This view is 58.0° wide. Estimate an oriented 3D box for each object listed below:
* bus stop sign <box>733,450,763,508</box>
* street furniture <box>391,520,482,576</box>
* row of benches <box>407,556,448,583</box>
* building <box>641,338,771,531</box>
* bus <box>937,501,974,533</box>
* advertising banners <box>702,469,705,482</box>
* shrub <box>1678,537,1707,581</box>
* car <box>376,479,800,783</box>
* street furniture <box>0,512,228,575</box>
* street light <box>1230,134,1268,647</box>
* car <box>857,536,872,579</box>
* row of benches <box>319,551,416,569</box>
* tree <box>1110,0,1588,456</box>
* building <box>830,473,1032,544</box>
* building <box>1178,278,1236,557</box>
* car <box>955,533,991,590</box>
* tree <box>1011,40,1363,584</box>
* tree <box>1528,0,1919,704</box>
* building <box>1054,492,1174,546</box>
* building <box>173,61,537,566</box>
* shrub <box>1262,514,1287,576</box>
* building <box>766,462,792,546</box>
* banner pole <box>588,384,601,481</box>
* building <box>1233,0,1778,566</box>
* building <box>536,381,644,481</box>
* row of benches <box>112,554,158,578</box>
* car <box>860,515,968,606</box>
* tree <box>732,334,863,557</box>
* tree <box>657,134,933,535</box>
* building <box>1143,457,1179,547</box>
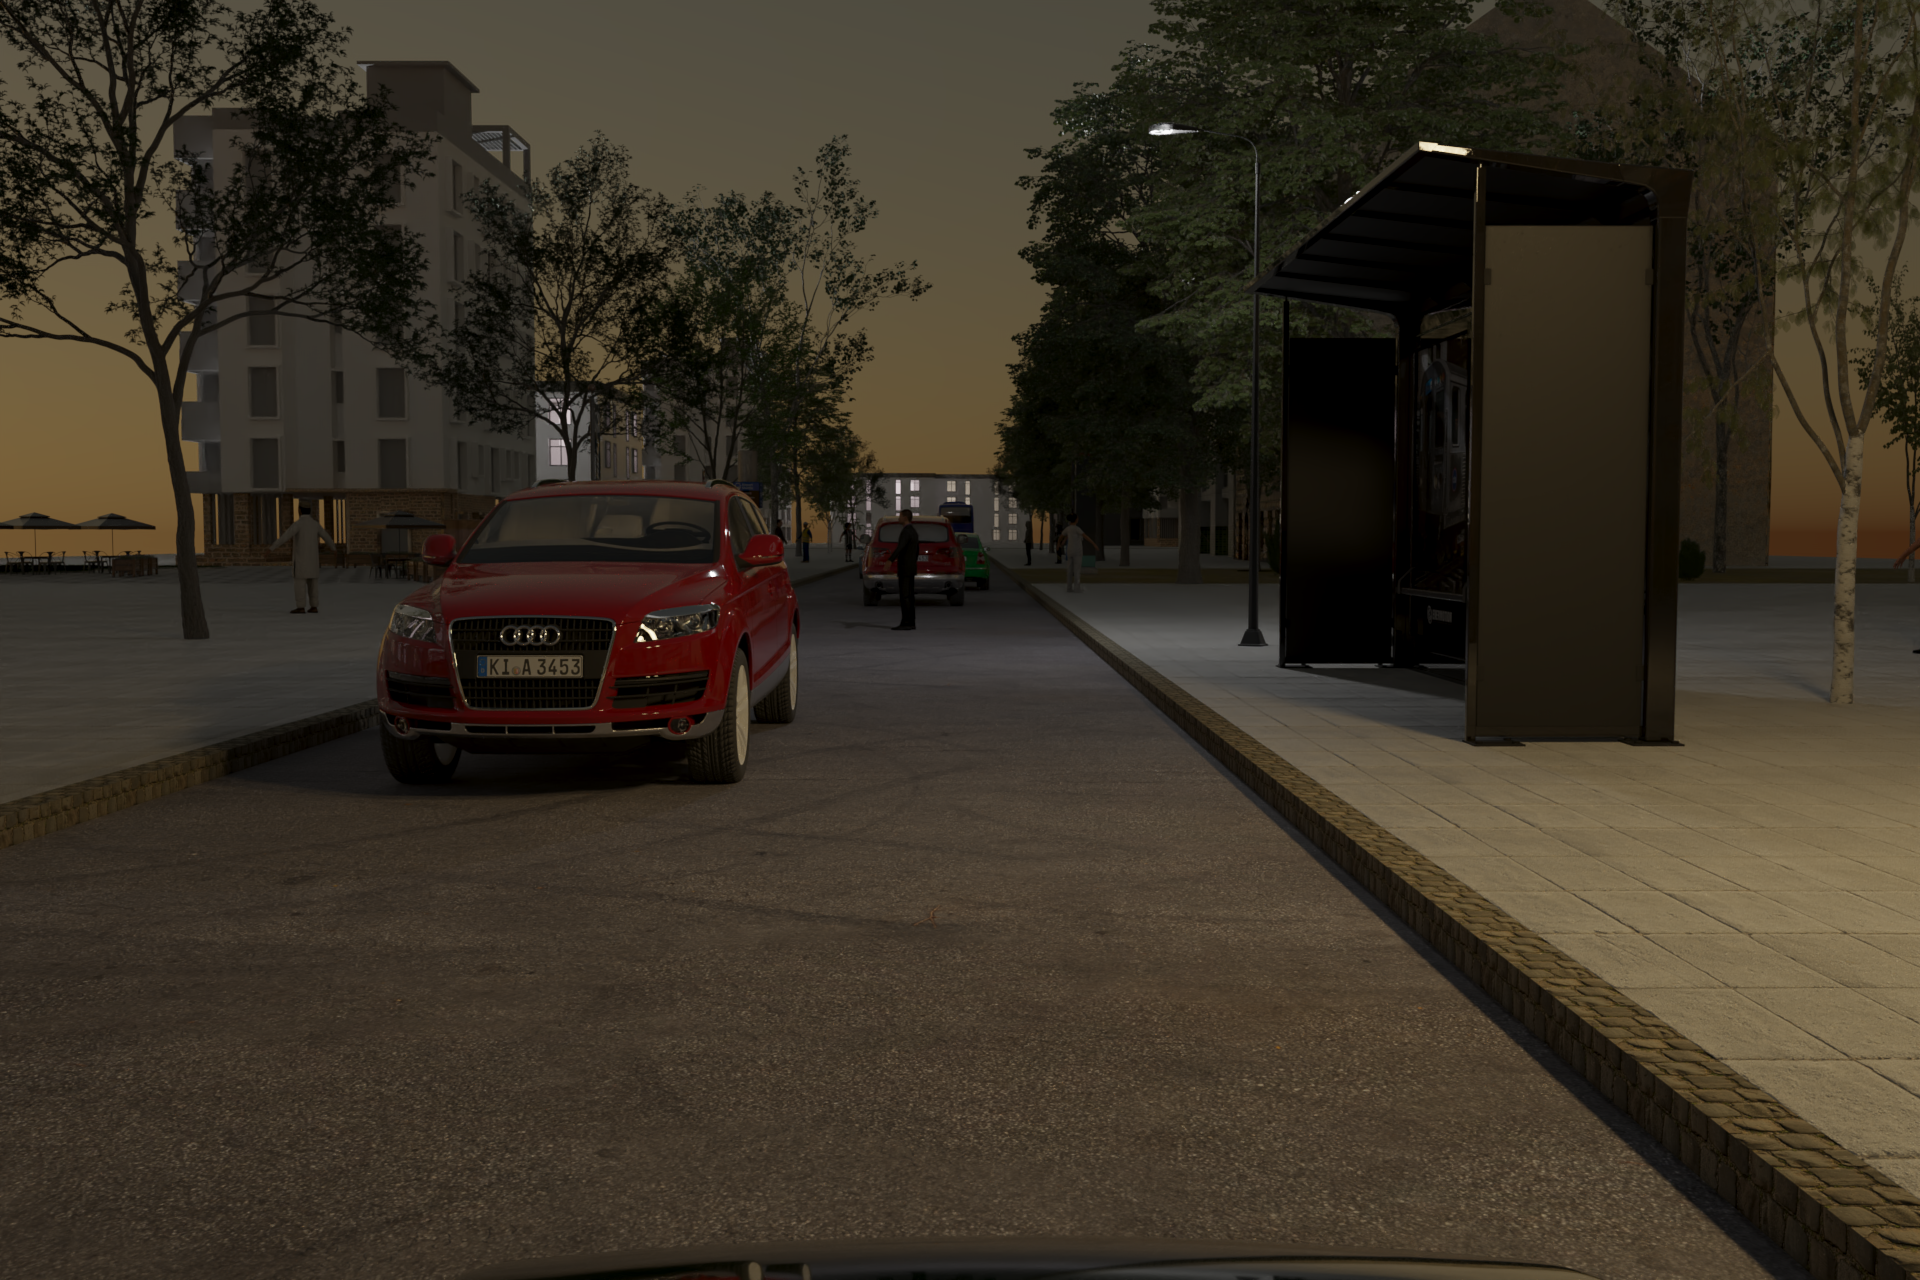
[{"bbox_3d":[-6.712,-4.026,54.845,0.837,3.901,0.837,0,4,0],"label":"bus stop sign"},{"bbox_3d":[-14.657,-3.074,57.117,11.010,1.723,9.812,0,4,-2],"label":"street furniture"},{"bbox_3d":[-14.086,-1.882,46.226,1.422,0.672,4.104,-2,4,-27],"label":"row of benches"},{"bbox_3d":[-24.609,-19.049,167.871,16.016,20.090,11.380,0,4,-1],"label":"building"},{"bbox_3d":[-0.387,-8.441,129.549,2.896,3.916,12.251,0,4,-1],"label":"bus"},{"bbox_3d":[-6.941,-3.064,46.290,0.090,3.025,2.074,0,3,0],"label":"advertising banners"},{"bbox_3d":[20.082,-2.242,47.769,1.383,1.207,1.383,0,3,0],"label":"shrub"},{"bbox_3d":[-2.255,-0.182,11.642,2.281,1.827,5.304,0,3,0],"label":"car"},{"bbox_3d":[-33.448,-2.876,52.048,14.083,1.986,27.439,0,4,1],"label":"street furniture"},{"bbox_3d":[3.906,-2.884,19.696,1.470,5.913,1.316,0,4,0],"label":"street light"},{"bbox_3d":[-2.359,-2.746,56.905,2.014,1.417,4.499,0,3,0],"label":"car"},{"bbox_3d":[-22.139,-2.998,64.484,4.104,0.672,1.422,1,4,10],"label":"row of benches"},{"bbox_3d":[5.623,-6.616,26.304,7.486,12.596,7.792,0,3,0],"label":"tree"},{"bbox_3d":[-3.947,-17.981,238.585,28.070,9.664,9.099,0,4,-7],"label":"building"},{"bbox_3d":[23.579,-14.553,104.398,16.747,18.905,31.486,0,3,0],"label":"building"},{"bbox_3d":[-0.153,-2.245,45.499,1.959,1.807,4.718,0,4,-1],"label":"car"},{"bbox_3d":[5.823,-8.409,44.137,9.857,13.997,8.962,0,3,0],"label":"tree"},{"bbox_3d":[6.685,-3.810,12.655,4.360,8.622,3.978,0,3,0],"label":"tree"},{"bbox_3d":[24.515,-22.184,206.683,27.936,21.610,32.646,0,4,0],"label":"building"},{"bbox_3d":[-25.535,-13.108,70.732,16.016,20.090,11.380,0,4,1],"label":"building"},{"bbox_3d":[10.070,-2.972,52.639,1.661,2.075,1.752,0,3,0],"label":"shrub"},{"bbox_3d":[-23.908,-15.790,200.312,9.099,9.664,28.070,0,4,0],"label":"building"},{"bbox_3d":[-6.143,-2.399,29.247,0.401,3.779,0.863,0,4,1],"label":"banner pole"},{"bbox_3d":[22.931,-15.064,77.221,19.493,23.208,18.063,0,4,0],"label":"building"},{"bbox_3d":[-24.399,-10.202,108.949,9.099,9.664,28.070,0,4,0],"label":"building"},{"bbox_3d":[-25.239,-2.295,52.991,1.422,0.672,4.104,-1,4,-15],"label":"row of benches"},{"bbox_3d":[-0.957,-1.666,35.907,2.281,1.827,5.304,0,4,-1],"label":"car"},{"bbox_3d":[-9.585,-11.034,98.536,7.486,12.596,7.792,0,3,0],"label":"tree"},{"bbox_3d":[-8.088,-13.858,82.475,12.611,20.169,13.585,0,3,0],"label":"tree"},{"bbox_3d":[24.815,-20.090,184.887,16.016,20.090,11.380,0,4,0],"label":"building"}]
